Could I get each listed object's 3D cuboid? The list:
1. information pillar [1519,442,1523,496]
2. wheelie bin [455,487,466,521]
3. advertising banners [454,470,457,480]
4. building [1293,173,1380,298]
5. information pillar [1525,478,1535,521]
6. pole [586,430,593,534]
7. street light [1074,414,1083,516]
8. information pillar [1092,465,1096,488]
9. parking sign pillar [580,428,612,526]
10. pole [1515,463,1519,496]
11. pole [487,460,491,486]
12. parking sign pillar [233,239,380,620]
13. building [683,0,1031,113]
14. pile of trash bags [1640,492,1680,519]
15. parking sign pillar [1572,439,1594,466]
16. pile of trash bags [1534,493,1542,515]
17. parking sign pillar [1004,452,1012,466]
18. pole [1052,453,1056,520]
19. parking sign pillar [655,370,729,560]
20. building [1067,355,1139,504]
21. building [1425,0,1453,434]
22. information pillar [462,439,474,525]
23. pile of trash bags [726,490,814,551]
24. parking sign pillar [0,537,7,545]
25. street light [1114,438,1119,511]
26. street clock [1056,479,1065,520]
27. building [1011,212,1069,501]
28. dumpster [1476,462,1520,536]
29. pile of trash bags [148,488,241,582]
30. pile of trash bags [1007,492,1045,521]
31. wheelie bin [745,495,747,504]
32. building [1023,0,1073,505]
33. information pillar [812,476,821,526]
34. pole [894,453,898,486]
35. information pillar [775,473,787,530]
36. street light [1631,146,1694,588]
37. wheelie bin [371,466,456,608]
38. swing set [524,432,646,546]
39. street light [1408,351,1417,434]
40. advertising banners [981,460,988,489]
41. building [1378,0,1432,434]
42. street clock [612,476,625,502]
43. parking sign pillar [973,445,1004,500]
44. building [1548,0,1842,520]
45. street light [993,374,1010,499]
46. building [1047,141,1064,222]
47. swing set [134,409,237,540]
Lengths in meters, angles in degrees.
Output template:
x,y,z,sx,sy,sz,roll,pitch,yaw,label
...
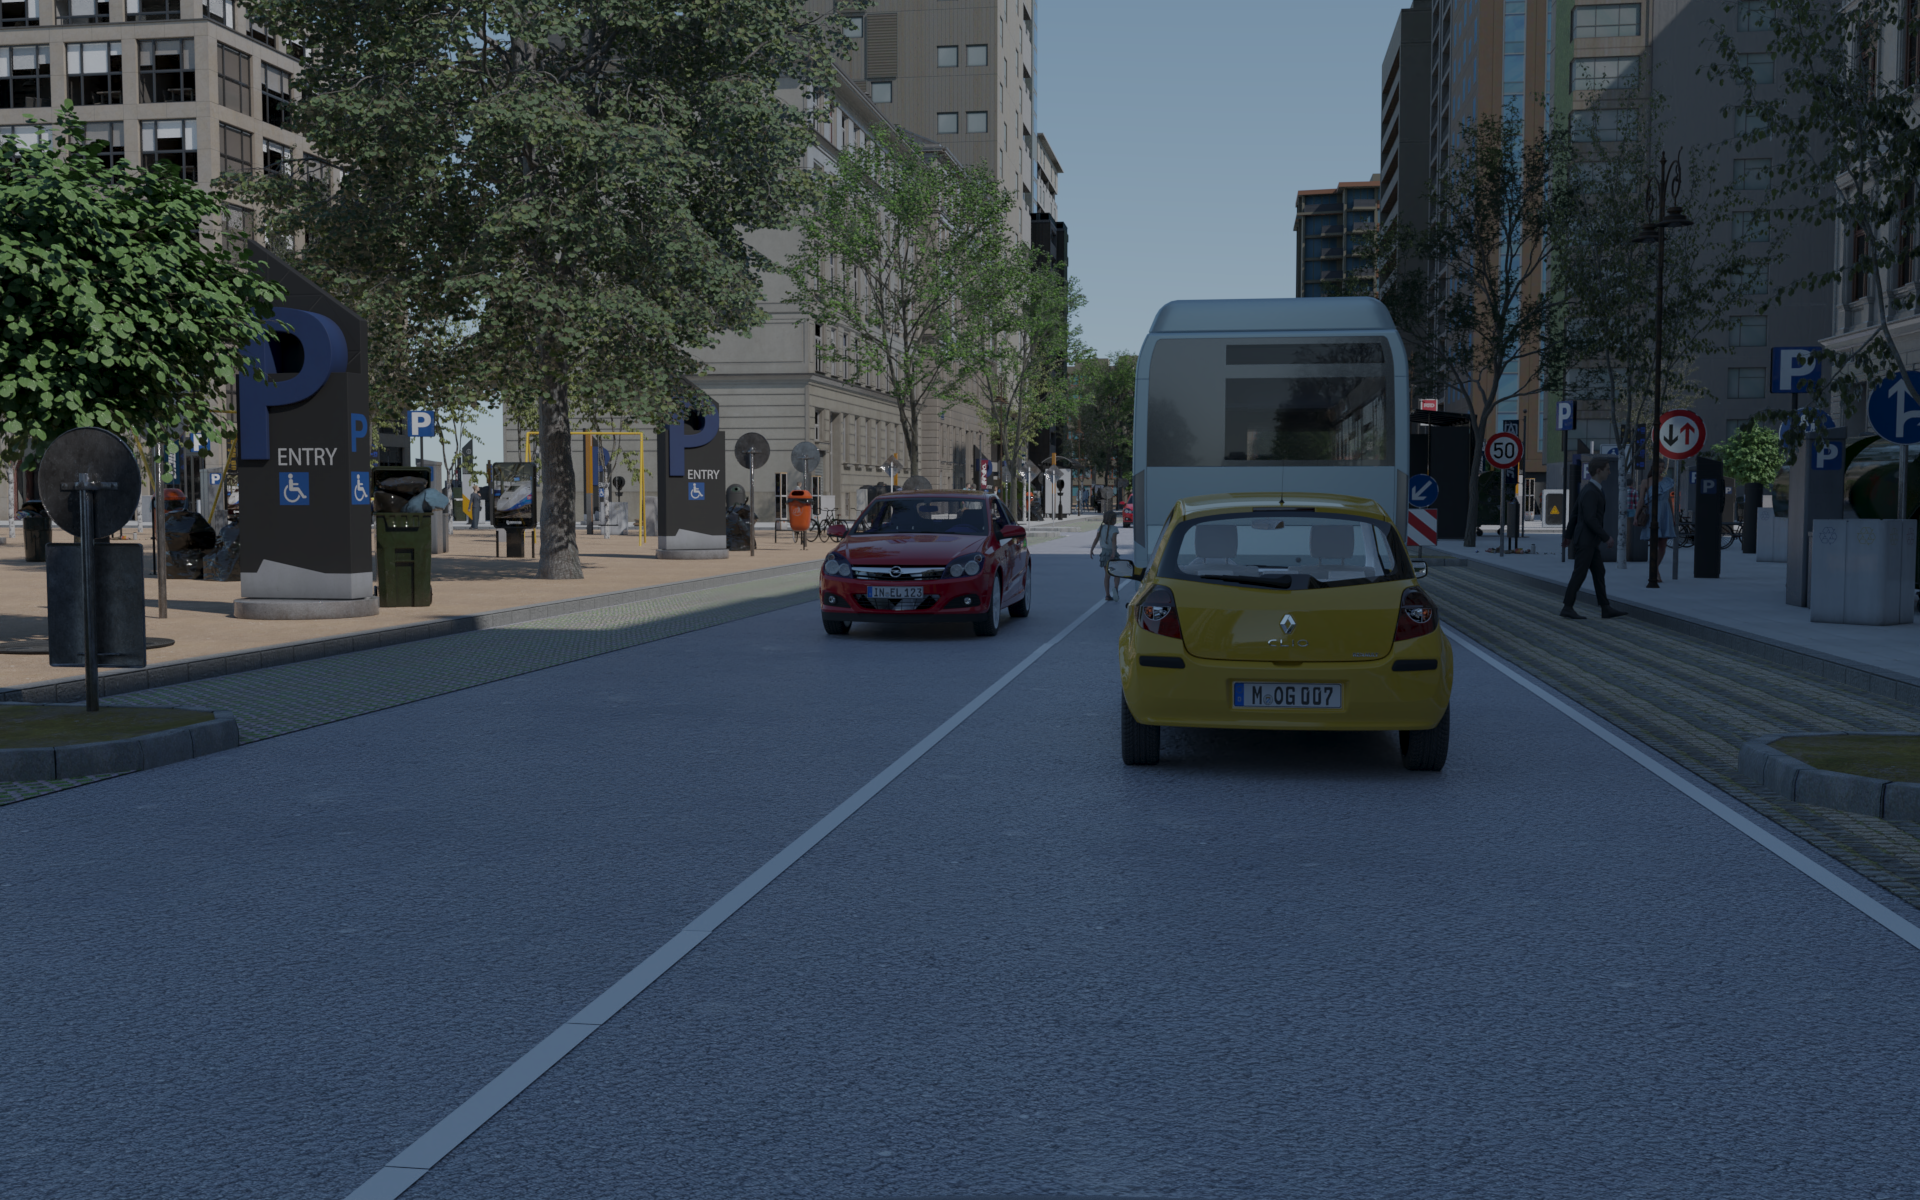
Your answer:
x,y,z,sx,sy,sz,roll,pitch,yaw,label
24.485,-5.177,75.992,0.504,3.616,0.183,0,4,8,information pillar
-23.657,-4.520,81.812,0.980,1.594,0.693,-2,4,-24,wheelie bin
-35.388,-7.866,124.793,2.074,3.025,0.090,0,4,-3,advertising banners
59.014,-35.735,238.885,28.867,44.769,22.147,1,4,9,building
26.844,-4.716,81.600,0.304,2.012,0.304,-1,4,-23,information pillar
-11.751,-3.736,54.927,0.158,3.312,0.155,0,3,0,pole
6.883,-7.788,100.127,0.468,5.910,1.993,1,4,9,street light
10.823,-9.091,139.987,0.183,3.616,0.504,-2,4,-33,information pillar
-14.904,-5.062,71.232,1.447,3.967,1.447,2,4,29,parking sign pillar
24.252,-4.996,75.521,0.158,3.312,0.155,0,3,0,pole
-28.020,-6.686,103.158,0.158,3.312,0.155,0,3,0,pole
-6.897,-1.818,18.192,1.447,3.967,1.447,1,4,12,parking sign pillar
-8.130,-34.752,157.426,28.713,52.752,27.495,1,4,9,building
27.804,-3.716,70.508,1.912,1.369,3.447,-3,5,-41,pile of trash bags
30.149,-5.825,83.711,1.447,3.967,1.447,-1,4,-16,parking sign pillar
36.096,-5.974,107.429,1.912,1.369,3.447,1,4,15,pile of trash bags
2.752,-6.833,100.191,1.447,3.967,1.447,-1,4,-8,parking sign pillar
4.667,-5.647,86.164,0.158,3.312,0.155,0,3,0,pole
-5.322,-2.804,34.322,1.447,3.967,1.447,-2,4,-34,parking sign pillar
30.747,-24.508,245.751,28.899,21.520,27.650,1,4,9,building
48.666,-43.208,144.700,20.563,71.187,20.611,1,4,9,building
-20.687,-4.985,72.860,0.504,3.616,0.183,1,4,13,information pillar
-4.987,-1.829,39.652,3.447,1.369,1.912,1,4,14,pile of trash bags
-24.940,-3.378,43.697,1.447,3.967,1.447,2,4,29,parking sign pillar
12.054,-9.790,132.852,0.468,5.910,1.993,1,4,9,street light
4.931,-4.924,85.077,0.358,2.002,0.471,2,4,30,street clock
3.428,-24.807,177.301,14.160,30.474,14.107,1,4,9,building
16.259,-3.094,53.087,1.502,2.255,1.985,1,4,9,dumpster
-11.538,-1.046,26.856,3.447,1.369,1.912,3,4,36,pile of trash bags
3.158,-4.481,83.015,1.912,1.369,3.447,0,4,8,pile of trash bags
-9.768,-4.171,76.108,0.693,1.594,0.980,1,4,14,wheelie bin
-3.410,-54.184,198.585,31.000,86.520,22.319,1,4,9,building
-5.826,-4.026,70.325,0.304,2.012,0.304,1,4,17,information pillar
-3.203,-5.663,86.437,0.158,3.312,0.155,0,3,0,pole
-6.149,-3.366,59.529,0.304,2.012,0.304,3,5,41,information pillar
9.476,-3.102,23.506,0.468,5.910,1.993,1,4,9,street light
-6.337,-0.727,19.791,0.980,1.594,0.693,-1,4,-21,wheelie bin
-9.357,-2.828,43.855,3.119,2.851,2.862,0,4,-8,swing set
14.613,-5.101,56.186,0.468,5.910,1.993,1,4,9,street light
0.643,-5.579,87.399,2.074,3.025,0.090,-3,4,-39,advertising banners
51.971,-33.180,166.197,21.300,48.544,21.600,1,4,9,building
-13.767,-3.998,69.943,0.471,2.002,0.358,1,4,18,street clock
1.294,-6.547,95.517,1.447,3.967,1.447,3,5,40,parking sign pillar
38.111,-24.902,90.750,14.154,41.232,14.086,1,4,9,building
1.594,-5.767,67.079,0.468,5.910,1.993,1,4,9,street light
2.023,-40.447,250.547,27.495,52.752,28.713,1,4,9,building
-13.949,-2.075,31.550,2.862,2.851,3.119,2,4,24,swing set
